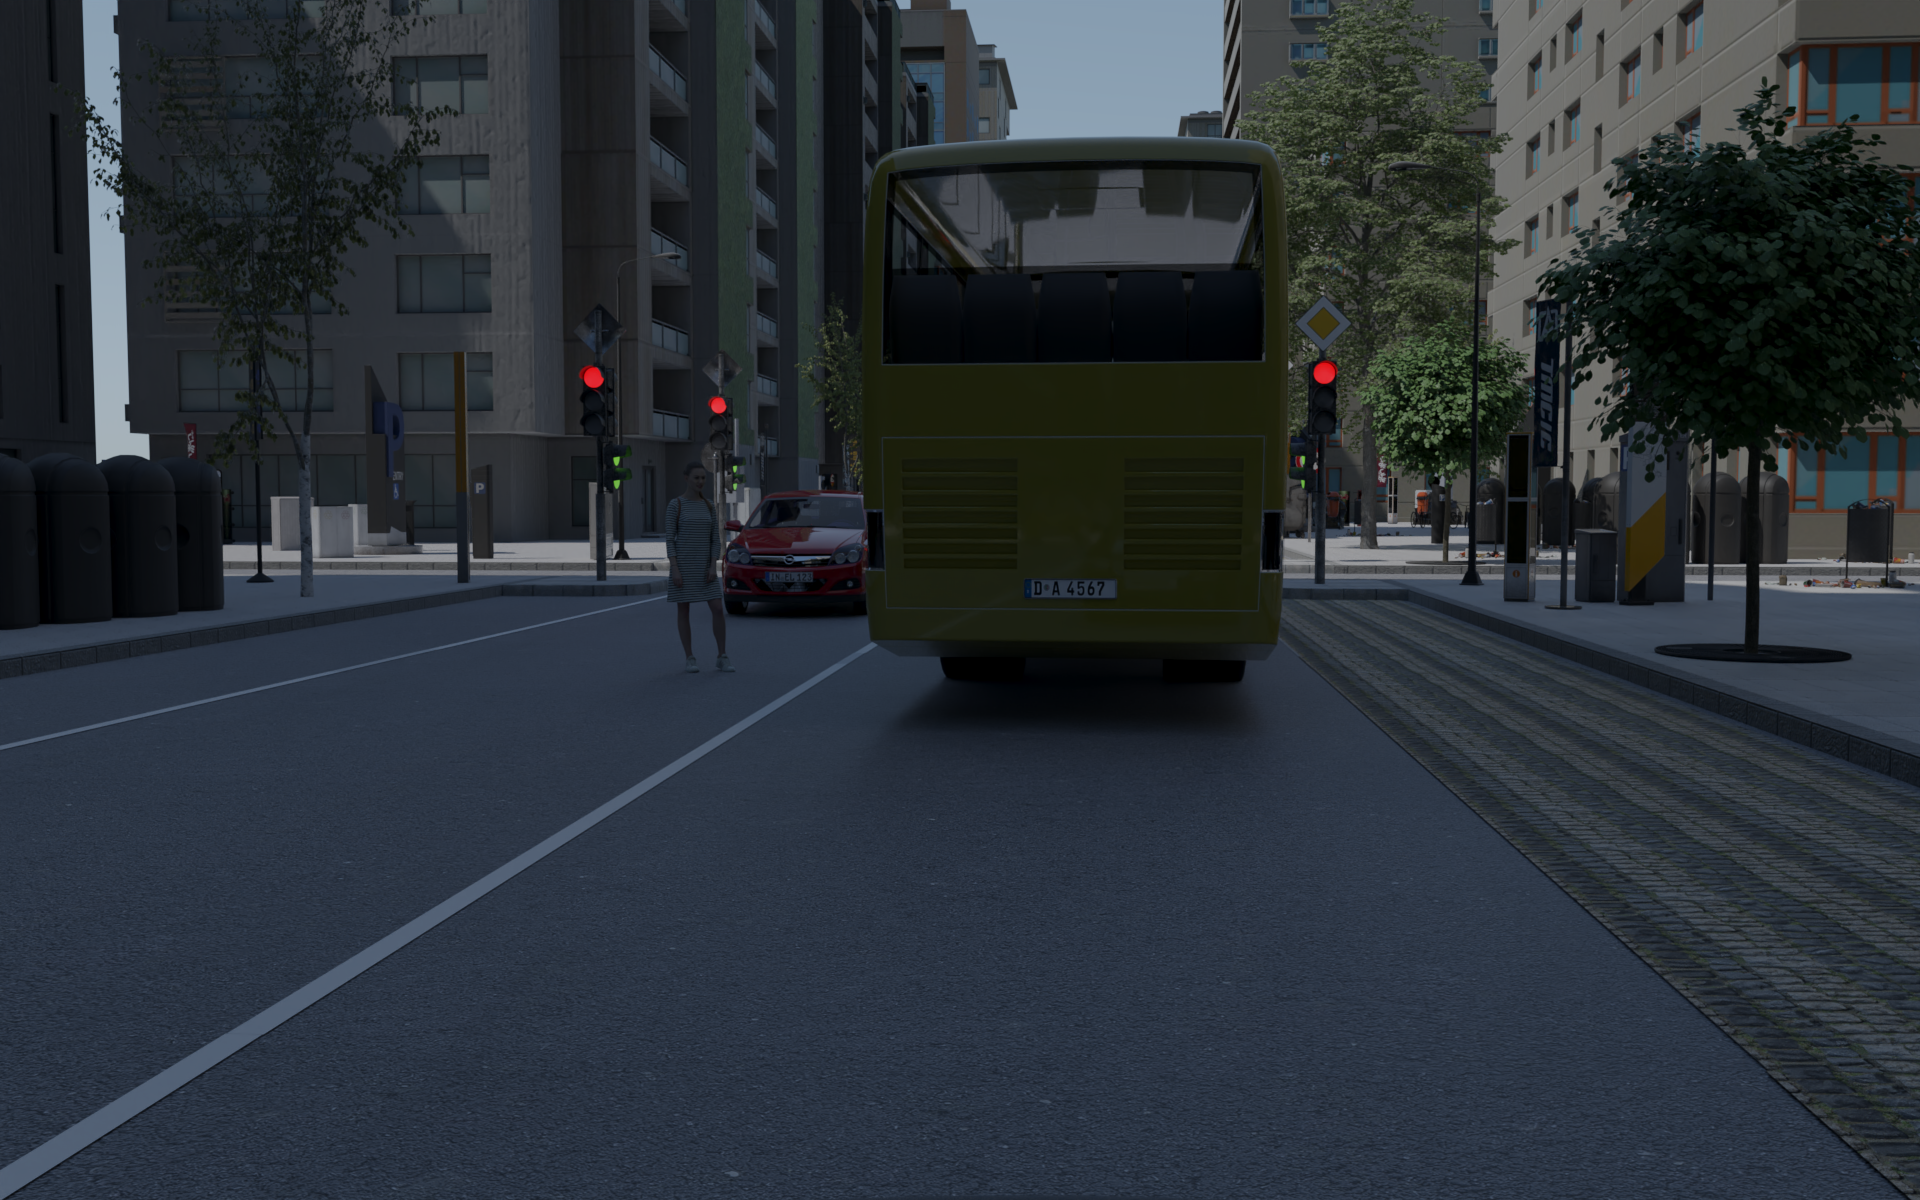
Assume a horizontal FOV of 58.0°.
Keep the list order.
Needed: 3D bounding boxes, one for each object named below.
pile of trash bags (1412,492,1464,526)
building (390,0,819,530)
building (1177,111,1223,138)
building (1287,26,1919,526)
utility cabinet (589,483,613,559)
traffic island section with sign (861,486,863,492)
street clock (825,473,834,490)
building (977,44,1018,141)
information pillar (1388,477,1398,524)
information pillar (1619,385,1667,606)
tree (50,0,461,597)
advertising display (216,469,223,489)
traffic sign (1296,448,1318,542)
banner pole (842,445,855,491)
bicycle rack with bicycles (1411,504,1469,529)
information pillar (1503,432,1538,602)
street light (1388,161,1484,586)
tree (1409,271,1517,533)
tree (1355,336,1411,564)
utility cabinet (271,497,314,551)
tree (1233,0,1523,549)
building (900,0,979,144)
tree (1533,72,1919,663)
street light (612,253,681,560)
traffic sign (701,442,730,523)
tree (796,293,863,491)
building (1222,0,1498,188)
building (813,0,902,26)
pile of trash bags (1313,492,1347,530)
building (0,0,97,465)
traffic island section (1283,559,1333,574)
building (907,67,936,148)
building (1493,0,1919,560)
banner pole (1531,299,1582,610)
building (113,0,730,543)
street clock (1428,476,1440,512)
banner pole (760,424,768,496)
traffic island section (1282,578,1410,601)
[{"bbox_3d":[19.673,-3.800,71.875,1.912,1.369,3.447,2,4,33],"label":"pile of trash bags"},{"bbox_3d":[-14.142,-23.811,72.903,14.154,41.232,14.086,0,4,5],"label":"building"},{"bbox_3d":[43.734,-39.468,234.540,28.713,52.752,27.495,0,4,5],"label":"building"},{"bbox_3d":[31.516,-15.070,91.439,27.650,21.520,28.899,0,4,5],"label":"building"},{"bbox_3d":[-7.046,-1.554,34.085,0.318,1.500,1.173,0,4,-4],"label":"utility cabinet"},{"bbox_3d":[-2.784,-2.787,54.190,1.989,1.847,2.006,0,4,5],"label":"traffic island section with sign"},{"bbox_3d":[-4.563,-3.427,60.602,0.358,2.002,0.471,1,4,12],"label":"street clock"},{"bbox_3d":[-8.042,-37.939,209.533,28.713,52.752,27.495,0,4,5],"label":"building"},{"bbox_3d":[18.568,-4.268,74.273,0.304,2.012,0.304,-2,4,-31],"label":"information pillar"},{"bbox_3d":[7.893,-1.747,19.916,0.504,3.616,0.183,-1,4,-17],"label":"information pillar"},{"bbox_3d":[-8.399,-4.343,21.376,4.360,8.622,3.978,0,3,0],"label":"tree"},{"bbox_3d":[-19.602,-2.422,44.818,0.974,1.923,0.123,-2,4,-27],"label":"advertising display"},{"bbox_3d":[9.282,-2.803,45.928,0.768,2.556,0.104,1,4,11],"label":"traffic sign"},{"bbox_3d":[-4.904,-5.330,77.166,0.863,3.779,0.401,-3,4,-39],"label":"banner pole"},{"bbox_3d":[18.214,-3.122,64.431,2.852,0.926,2.925,0,4,2],"label":"bicycle rack with bicycles"},{"bbox_3d":[6.691,-0.988,20.654,0.304,2.012,0.304,2,4,34],"label":"information pillar"},{"bbox_3d":[6.683,-3.167,24.317,1.470,5.913,1.316,0,4,5],"label":"street light"},{"bbox_3d":[15.907,-6.469,56.136,4.737,8.622,4.395,0,3,0],"label":"tree"},{"bbox_3d":[8.869,-2.937,31.726,4.285,4.588,4.351,0,3,0],"label":"tree"},{"bbox_3d":[-15.195,-1.732,39.484,0.306,1.237,1.020,2,4,25],"label":"utility cabinet"},{"bbox_3d":[9.175,-7.437,39.717,7.486,12.596,7.792,0,3,0],"label":"tree"},{"bbox_3d":[-5.704,-31.139,159.232,14.600,45.320,14.200,0,4,5],"label":"building"},{"bbox_3d":[6.304,-1.838,13.769,4.285,4.588,4.351,0,3,0],"label":"tree"},{"bbox_3d":[-6.055,-3.730,33.533,1.470,5.913,1.316,0,4,5],"label":"street light"},{"bbox_3d":[-5.853,-2.530,41.472,0.768,2.556,0.104,1,4,13],"label":"traffic sign"},{"bbox_3d":[-3.905,-6.950,63.995,4.737,8.622,4.395,0,3,0],"label":"tree"},{"bbox_3d":[30.905,-30.914,129.143,21.300,48.544,21.600,0,4,5],"label":"building"},{"bbox_3d":[-10.936,-19.779,95.089,14.160,30.474,14.107,0,4,5],"label":"building"},{"bbox_3d":[13.297,-3.300,63.715,1.912,1.369,3.447,0,4,-6],"label":"pile of trash bags"},{"bbox_3d":[-34.256,-16.828,46.847,14.107,30.474,14.160,0,4,5],"label":"building"},{"bbox_3d":[5.876,-0.638,32.706,2.009,0.180,2.903,0,4,5],"label":"traffic island section"},{"bbox_3d":[-9.331,-21.111,116.865,14.160,30.474,14.107,0,4,5],"label":"building"},{"bbox_3d":[31.759,-12.283,45.868,28.899,21.520,27.650,0,4,5],"label":"building"},{"bbox_3d":[6.685,-1.802,19.480,0.401,3.779,0.863,-1,4,-16],"label":"banner pole"},{"bbox_3d":[-14.488,-22.459,50.802,14.154,41.232,14.086,0,4,5],"label":"building"},{"bbox_3d":[18.985,-3.966,69.410,0.471,2.002,0.358,1,4,20],"label":"street clock"},{"bbox_3d":[-7.013,-4.406,62.051,0.401,3.779,0.863,-2,4,-28],"label":"banner pole"},{"bbox_3d":[5.162,-0.151,24.753,2.009,0.180,2.903,0,4,5],"label":"traffic island section"}]
